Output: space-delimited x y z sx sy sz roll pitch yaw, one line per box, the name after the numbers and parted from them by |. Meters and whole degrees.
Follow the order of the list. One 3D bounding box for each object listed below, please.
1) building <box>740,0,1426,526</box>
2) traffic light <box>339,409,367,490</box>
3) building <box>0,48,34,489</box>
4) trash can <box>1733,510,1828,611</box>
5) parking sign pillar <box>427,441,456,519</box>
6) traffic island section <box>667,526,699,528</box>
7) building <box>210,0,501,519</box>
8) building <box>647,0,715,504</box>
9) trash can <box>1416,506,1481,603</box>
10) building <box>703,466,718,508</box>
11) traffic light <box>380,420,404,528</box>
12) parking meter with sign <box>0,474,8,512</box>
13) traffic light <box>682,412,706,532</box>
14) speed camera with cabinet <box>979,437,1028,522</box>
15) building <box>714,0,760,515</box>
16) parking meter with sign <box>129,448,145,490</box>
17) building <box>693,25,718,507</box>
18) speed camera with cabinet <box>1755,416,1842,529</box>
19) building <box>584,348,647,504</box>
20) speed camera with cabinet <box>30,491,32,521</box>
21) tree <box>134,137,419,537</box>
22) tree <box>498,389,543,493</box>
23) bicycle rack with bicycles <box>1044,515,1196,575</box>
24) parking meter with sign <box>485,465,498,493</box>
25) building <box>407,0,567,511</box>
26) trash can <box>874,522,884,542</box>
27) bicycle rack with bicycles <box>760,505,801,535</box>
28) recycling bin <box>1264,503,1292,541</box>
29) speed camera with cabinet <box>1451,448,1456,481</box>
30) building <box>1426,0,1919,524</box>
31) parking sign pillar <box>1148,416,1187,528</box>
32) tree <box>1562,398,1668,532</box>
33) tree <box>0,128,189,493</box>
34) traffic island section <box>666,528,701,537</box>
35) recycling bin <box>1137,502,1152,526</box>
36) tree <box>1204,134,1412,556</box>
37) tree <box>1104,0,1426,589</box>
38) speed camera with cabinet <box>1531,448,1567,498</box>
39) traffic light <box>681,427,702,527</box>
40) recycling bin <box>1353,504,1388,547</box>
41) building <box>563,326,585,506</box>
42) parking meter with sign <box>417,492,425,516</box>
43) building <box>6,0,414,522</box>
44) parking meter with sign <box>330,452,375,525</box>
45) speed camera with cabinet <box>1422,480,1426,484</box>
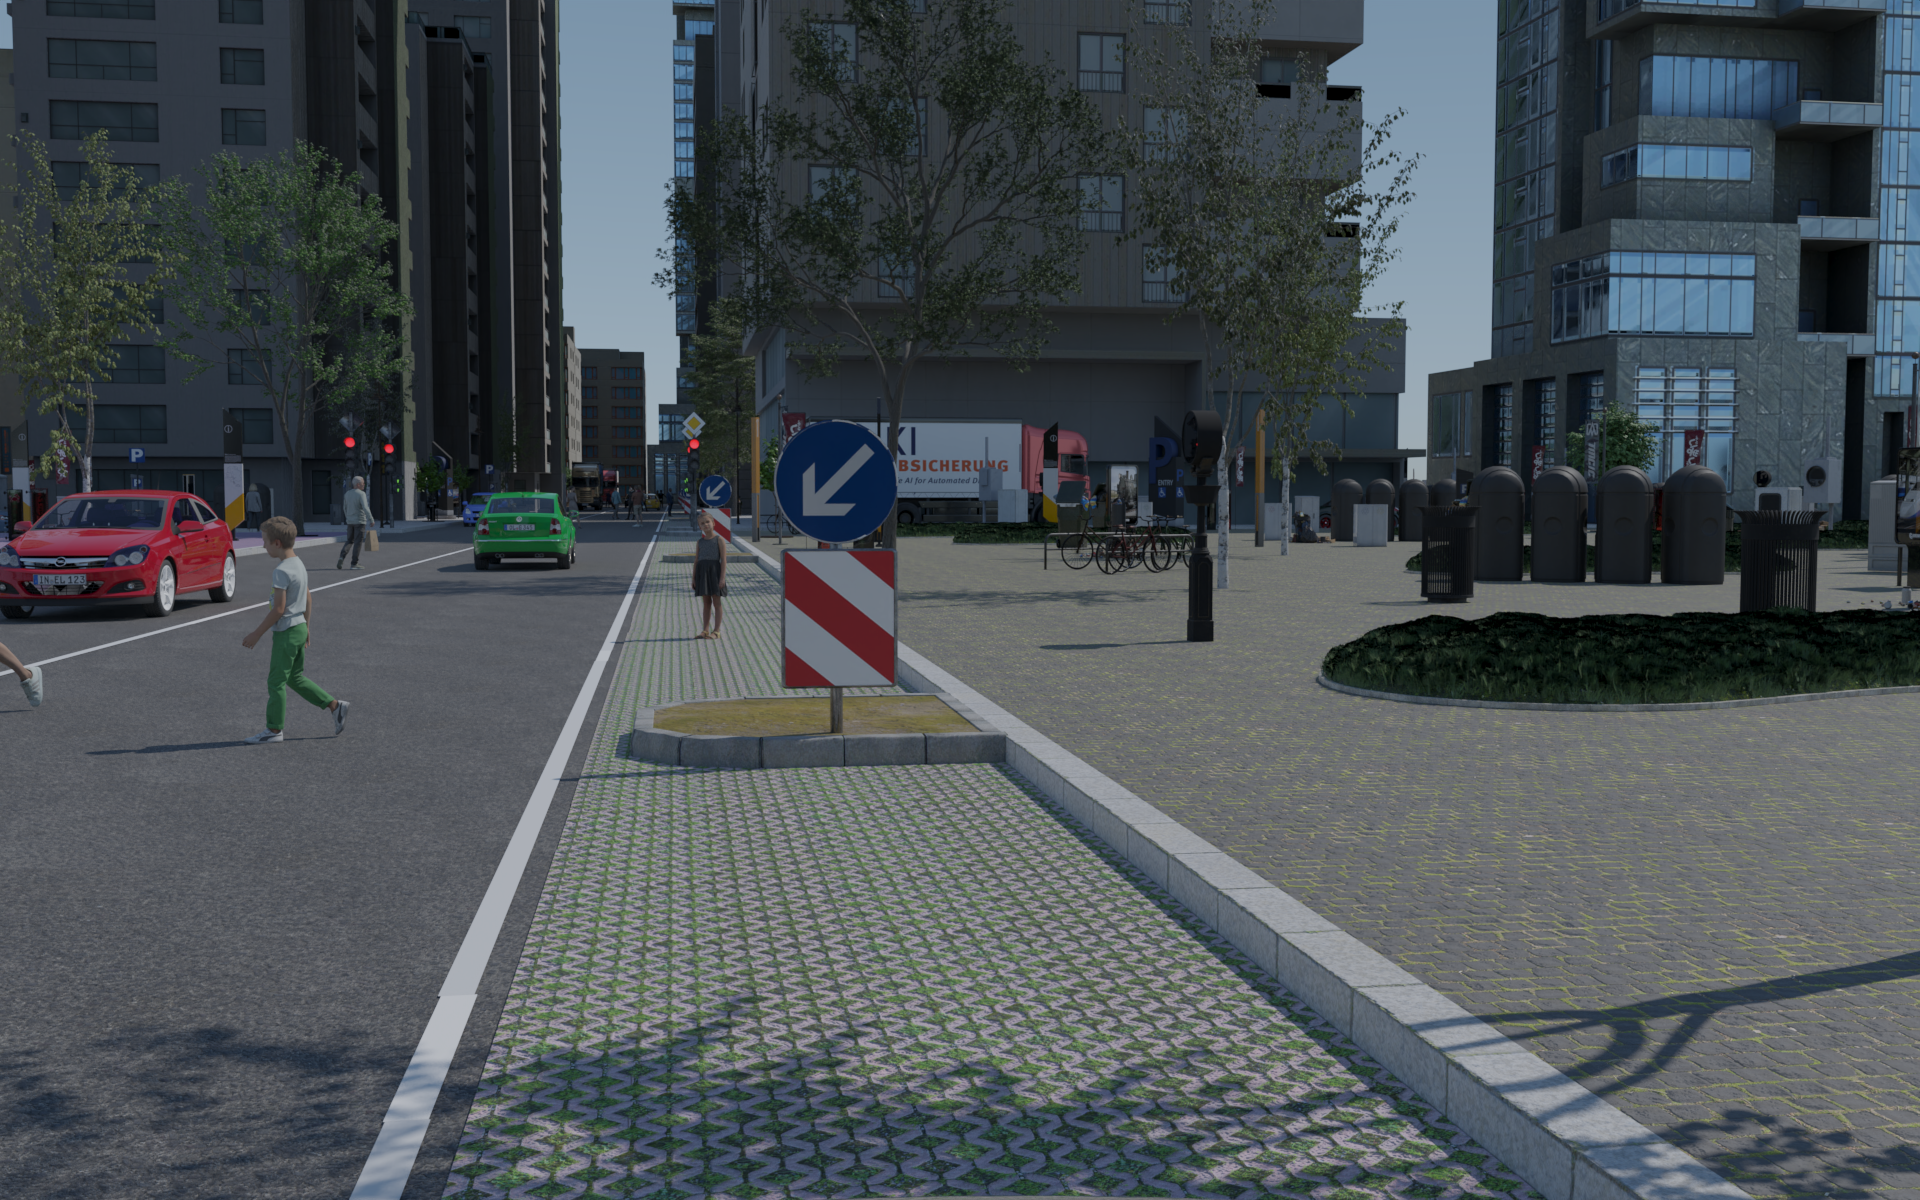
3.357 -30.031 80.241 27.495 52.752 28.713 -1 4 -9 | building
-20.092 -4.182 57.297 0.839 4.253 0.868 -1 4 -9 | traffic light
-105.551 -34.818 192.979 21.600 48.544 21.300 -1 4 -9 | building
7.111 -0.208 15.048 0.748 1.137 0.748 0 3 0 | trash can
-26.489 -6.109 88.354 1.447 3.967 1.447 2 4 30 | parking sign pillar
-10.346 -2.743 67.129 2.009 0.180 2.903 -1 4 -9 | traffic island section
-36.524 -20.515 107.120 14.160 30.474 14.107 -1 4 -9 | building
-27.005 -56.424 235.198 31.000 86.520 22.319 -1 4 -9 | building
5.790 -0.545 20.557 0.748 1.137 0.748 0 3 0 | trash can
-12.951 -43.923 156.385 20.563 71.187 20.611 -1 4 -9 | building
-21.397 -4.664 65.175 0.839 4.253 0.868 -1 4 -9 | traffic light
-37.360 -4.339 67.197 0.543 3.016 1.738 2 4 34 | parking meter with sign
-9.082 -4.294 59.130 0.839 4.253 0.868 -1 4 -9 | traffic light
1.490 -3.987 59.525 0.660 3.252 2.038 -3 4 -37 | speed camera with cabinet
-6.411 -35.369 120.282 21.231 58.520 28.212 -1 4 -9 | building
-31.538 -4.293 66.453 0.543 3.016 1.738 -2 4 -25 | parking meter with sign
-16.408 -33.912 178.162 21.300 48.544 21.600 -1 4 -9 | building
21.541 -3.072 44.556 0.660 3.252 2.038 -2 4 -30 | speed camera with cabinet
-57.198 -23.775 233.760 28.899 21.520 27.650 -1 4 -9 | building
-43.464 -5.302 81.021 2.038 3.252 0.660 0 4 -3 | speed camera with cabinet
-20.101 -7.715 51.893 9.928 11.665 9.643 0 3 0 | tree
-31.697 -10.484 121.768 4.737 8.622 4.395 0 3 0 | tree
2.861 -0.956 29.012 2.925 0.926 2.852 -2 4 -30 | bicycle rack with bicycles
-27.901 -6.563 103.567 0.543 3.016 1.738 0 4 -1 | parking meter with sign
-37.505 -27.325 130.353 14.154 41.232 14.086 -1 4 -9 | building
-2.142 -2.115 46.241 0.748 1.137 0.748 0 3 0 | trash can
-5.106 -2.625 56.295 2.925 0.926 2.852 -3 5 -44 | bicycle rack with bicycles
8.815 -2.175 48.117 0.722 1.027 0.722 0 4 6 | recycling bin
21.051 -4.822 73.181 0.660 3.252 2.038 1 4 18 | speed camera with cabinet
40.538 -47.094 82.666 31.000 86.520 22.319 -1 4 -9 | building
7.037 -4.319 59.092 1.447 3.967 1.447 -3 5 -39 | parking sign pillar
22.389 -4.610 59.089 4.285 4.588 4.351 0 3 0 | tree
-17.560 -5.123 34.123 4.737 8.622 4.395 0 3 0 | tree
-9.041 -2.261 59.251 2.009 0.180 2.903 -1 4 -9 | traffic island section
5.602 -2.548 54.213 0.722 1.027 0.722 0 4 -5 | recycling bin
7.018 -5.240 36.034 4.737 8.622 4.395 0 3 0 | tree
3.673 -4.449 23.104 4.360 8.622 3.978 0 3 0 | tree
25.565 -4.927 74.897 0.660 3.252 2.038 -1 4 -17 | speed camera with cabinet
-10.387 -4.776 67.008 0.839 4.253 0.868 -1 4 -9 | traffic light
10.048 -1.827 42.418 0.722 1.027 0.722 0 4 4 | recycling bin
-58.793 -21.599 198.190 28.899 21.520 27.650 -1 4 -9 | building
-31.654 -6.351 100.096 1.738 3.016 0.543 2 4 29 | parking meter with sign
-33.560 -18.840 79.737 14.160 30.474 14.107 -1 4 -9 | building
-25.336 -4.643 72.178 1.738 3.016 0.543 -3 4 -38 | parking meter with sign
29.872 -7.238 112.672 0.660 3.252 2.038 -1 4 -15 | speed camera with cabinet
